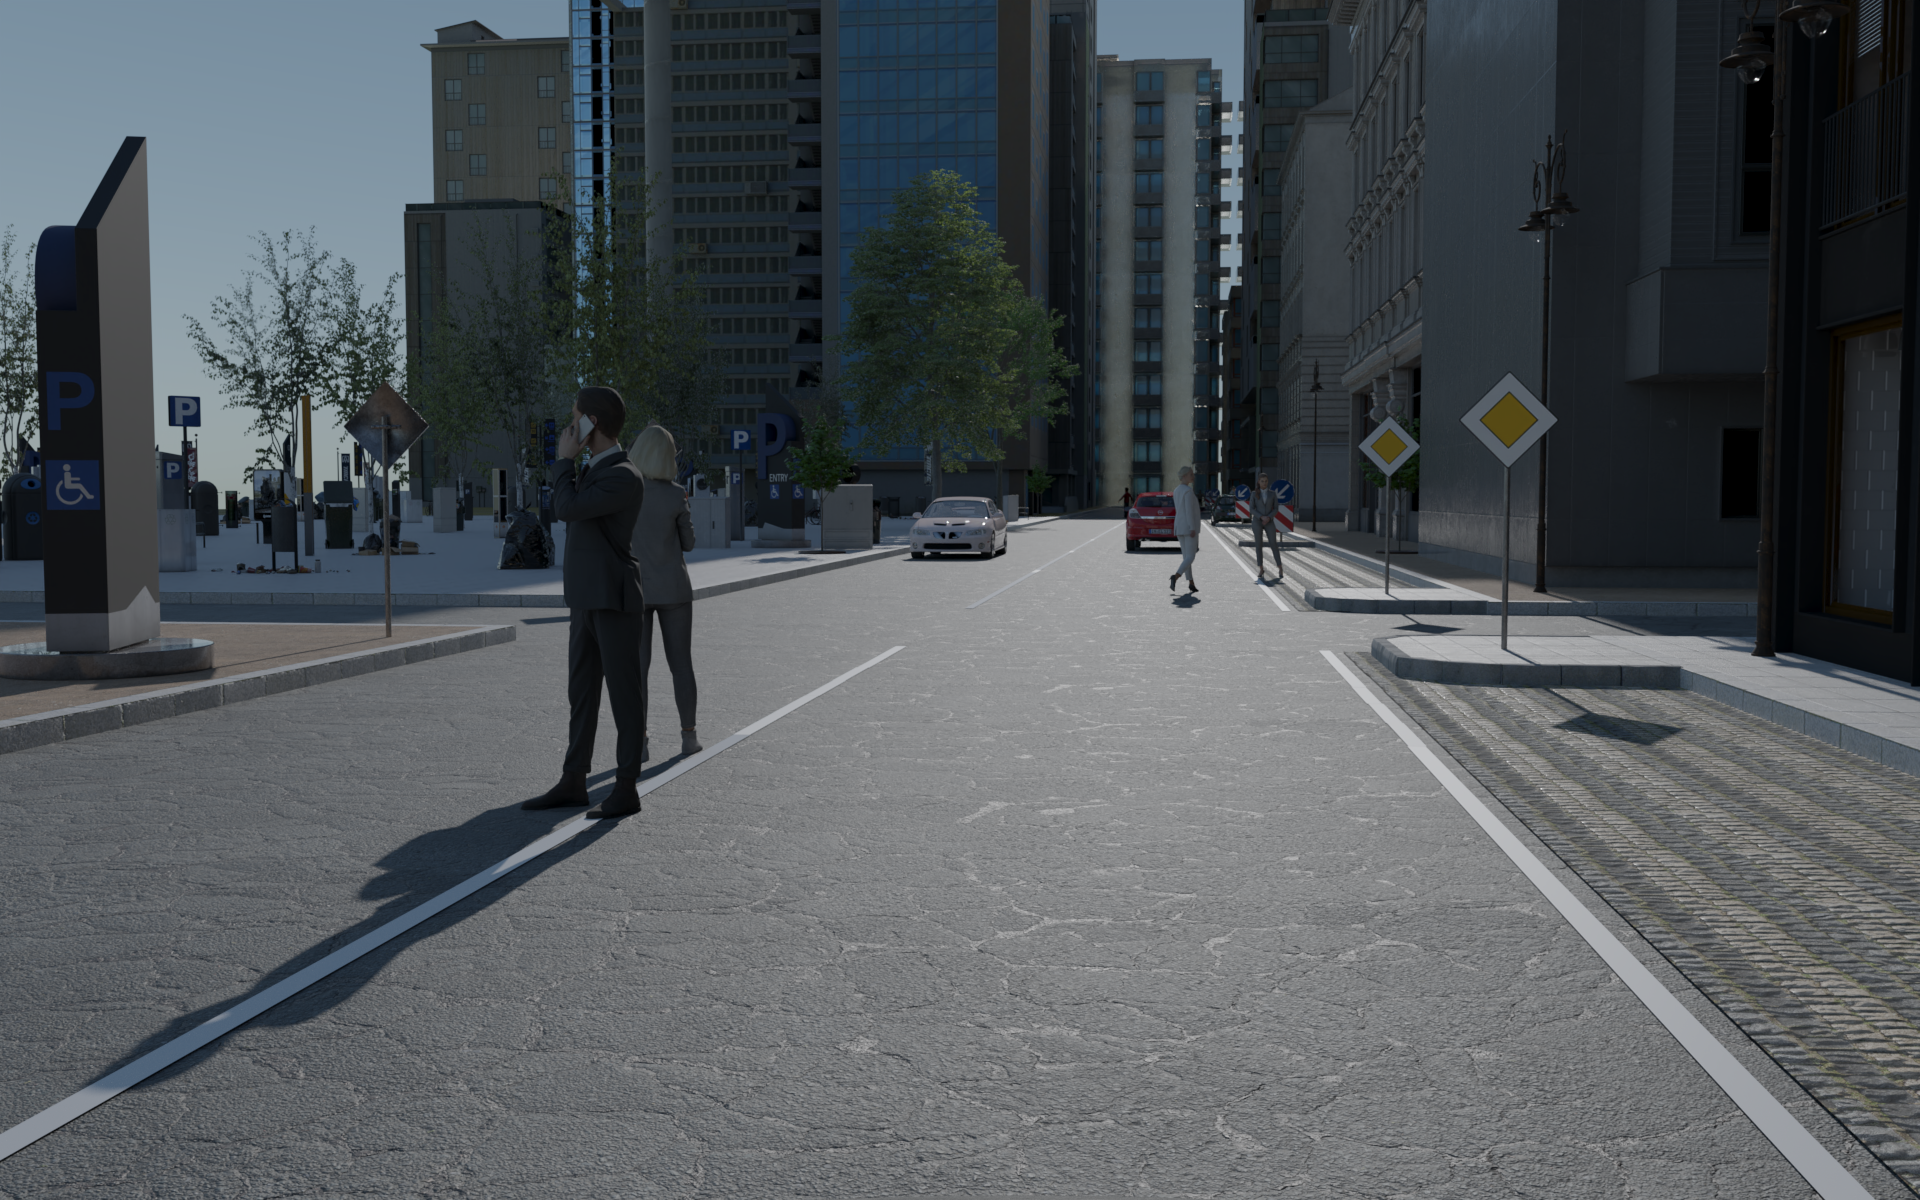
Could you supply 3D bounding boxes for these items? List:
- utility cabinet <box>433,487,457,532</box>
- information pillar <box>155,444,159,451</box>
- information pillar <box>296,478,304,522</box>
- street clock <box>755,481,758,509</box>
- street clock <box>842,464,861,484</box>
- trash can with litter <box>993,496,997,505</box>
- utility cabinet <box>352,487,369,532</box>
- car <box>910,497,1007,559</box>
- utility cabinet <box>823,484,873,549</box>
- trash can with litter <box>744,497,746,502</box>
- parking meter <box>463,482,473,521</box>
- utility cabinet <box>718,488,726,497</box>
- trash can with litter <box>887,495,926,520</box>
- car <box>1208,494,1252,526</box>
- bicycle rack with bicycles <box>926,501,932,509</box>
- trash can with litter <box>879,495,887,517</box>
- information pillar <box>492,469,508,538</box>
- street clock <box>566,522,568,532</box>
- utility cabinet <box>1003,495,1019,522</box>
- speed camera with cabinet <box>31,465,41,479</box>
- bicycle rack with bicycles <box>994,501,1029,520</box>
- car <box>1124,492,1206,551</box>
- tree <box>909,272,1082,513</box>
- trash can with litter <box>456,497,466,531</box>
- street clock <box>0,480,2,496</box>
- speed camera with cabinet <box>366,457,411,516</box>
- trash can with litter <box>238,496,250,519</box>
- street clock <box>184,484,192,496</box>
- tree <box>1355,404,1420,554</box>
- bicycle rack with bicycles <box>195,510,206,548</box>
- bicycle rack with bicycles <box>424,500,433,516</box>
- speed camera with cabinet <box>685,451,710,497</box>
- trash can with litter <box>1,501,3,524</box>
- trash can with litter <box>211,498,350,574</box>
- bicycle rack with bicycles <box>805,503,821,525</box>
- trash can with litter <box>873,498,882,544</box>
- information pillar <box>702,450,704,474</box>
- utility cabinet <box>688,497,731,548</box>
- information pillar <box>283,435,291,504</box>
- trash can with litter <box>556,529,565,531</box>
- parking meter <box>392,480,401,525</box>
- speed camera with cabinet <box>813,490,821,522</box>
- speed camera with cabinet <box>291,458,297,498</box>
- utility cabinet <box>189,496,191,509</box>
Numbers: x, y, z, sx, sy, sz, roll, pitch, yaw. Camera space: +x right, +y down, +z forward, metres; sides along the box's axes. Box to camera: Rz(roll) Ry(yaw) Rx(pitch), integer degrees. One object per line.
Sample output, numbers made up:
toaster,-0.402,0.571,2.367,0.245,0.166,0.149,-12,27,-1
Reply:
utility cabinet,-17.186,-3.000,57.731,0.318,1.500,1.173,0,4,7
information pillar,-37.762,-5.512,81.481,0.183,3.616,0.504,0,4,-8
information pillar,-30.631,-4.652,80.555,0.304,2.012,0.304,2,4,33
street clock,-11.051,-5.556,95.410,0.358,2.002,0.471,2,4,33
street clock,-2.594,-2.250,41.355,0.358,2.002,0.471,-3,5,-41
trash can with litter,2.296,-5.120,95.103,1.055,1.170,0.624,0,4,0
utility cabinet,-20.337,-3.054,58.610,1.173,1.500,0.318,3,4,37
car,0.021,-1.693,40.036,2.083,1.381,4.827,0,4,7
utility cabinet,-2.600,-1.902,39.782,1.173,1.500,0.318,0,4,-7
trash can with litter,-11.347,-4.624,86.653,2.233,1.210,1.678,-3,5,-41
parking meter,-23.810,-4.776,83.794,0.399,1.863,0.255,0,4,-4
utility cabinet,-8.651,-3.407,64.388,0.318,1.500,1.173,1,4,15
trash can with litter,-2.356,-4.690,87.733,2.233,1.210,1.678,0,4,6
car,12.243,-4.184,78.199,2.009,1.686,4.222,0,4,6
bicycle rack with bicycles,-0.634,-4.724,90.626,2.852,0.926,2.925,0,4,5
trash can with litter,-4.671,-5.280,97.388,2.233,1.210,1.678,0,4,0
information pillar,-13.330,-2.798,50.235,0.304,2.012,0.304,3,5,41
street clock,-12.632,-3.146,55.999,0.471,2.002,0.358,3,5,43
utility cabinet,2.371,-4.280,81.133,0.306,1.237,1.020,2,4,30
speed camera with cabinet,-28.638,-3.749,55.634,2.038,3.252,0.660,-2,4,-34
bicycle rack with bicycles,2.194,-4.420,85.656,2.852,0.926,2.925,-1,4,-14
car,5.313,-2.207,45.127,2.155,1.783,4.494,1,4,9
tree,1.721,-9.571,82.246,9.928,11.665,9.643,0,3,0
trash can with litter,-17.626,-2.966,59.882,1.055,1.170,0.624,1,4,20
street clock,-48.114,-5.024,86.719,0.358,2.002,0.471,-2,4,-35
speed camera with cabinet,-27.952,-5.528,84.715,2.038,3.252,0.660,0,4,2
trash can with litter,-36.829,-4.730,88.726,0.624,1.170,1.055,2,4,25
street clock,-30.129,-3.856,67.621,0.358,2.002,0.471,2,4,35
tree,9.527,-2.626,37.542,1.663,3.219,1.824,0,3,0
bicycle rack with bicycles,-18.767,-1.633,40.077,2.852,0.926,2.925,-1,4,-13
bicycle rack with bicycles,-30.536,-5.226,98.819,2.852,0.926,2.925,-1,4,-17
speed camera with cabinet,-12.485,-5.182,79.060,2.038,3.252,0.660,-1,4,-16
trash can with litter,-41.238,-3.869,74.645,0.624,1.170,1.055,3,5,41
trash can with litter,-11.279,-1.061,28.403,2.233,1.210,1.678,2,4,26
bicycle rack with bicycles,-5.572,-3.604,72.315,2.925,0.926,2.852,0,4,6
trash can with litter,-2.383,-2.041,44.754,0.624,1.170,1.055,-1,4,-15
information pillar,-13.547,-6.121,91.426,0.183,3.616,0.504,-1,4,-12
utility cabinet,-5.964,-1.829,41.061,1.020,1.237,0.306,1,4,17
information pillar,-25.937,-4.615,66.810,0.183,3.616,0.504,0,4,7
trash can with litter,-13.269,-2.988,59.903,1.678,1.210,2.233,0,4,-5
parking meter,-23.255,-4.020,71.434,0.255,1.863,0.399,0,4,-2
speed camera with cabinet,-5.838,-5.307,81.112,2.038,3.252,0.660,-1,4,-19
speed camera with cabinet,-36.118,-5.994,92.346,0.660,3.252,2.038,2,4,31
utility cabinet,-25.788,-2.866,58.023,0.306,1.237,1.020,-1,4,-13
